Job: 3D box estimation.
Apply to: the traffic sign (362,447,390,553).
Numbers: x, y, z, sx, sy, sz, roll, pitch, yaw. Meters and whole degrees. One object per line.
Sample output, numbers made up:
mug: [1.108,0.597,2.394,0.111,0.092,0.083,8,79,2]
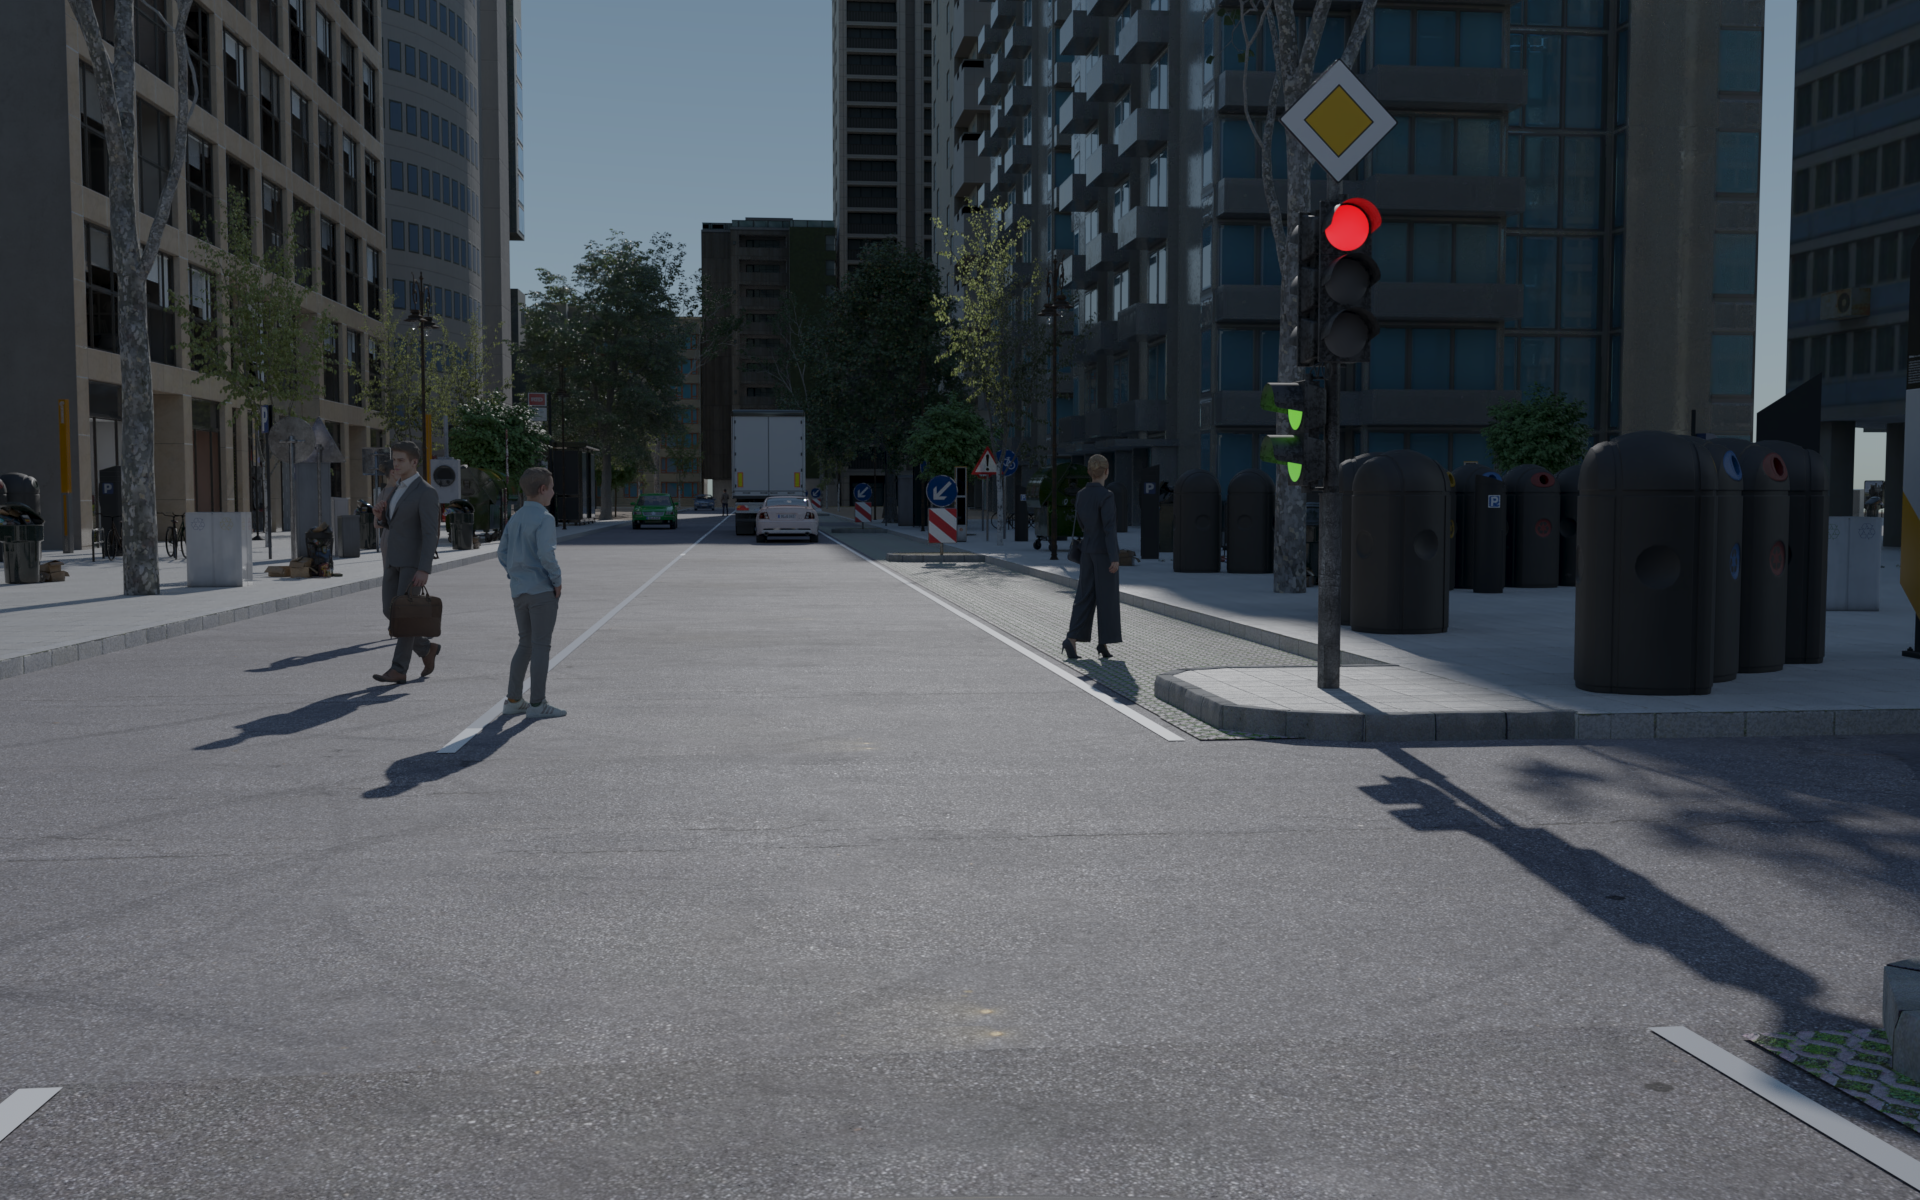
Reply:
traffic sign: [-12.766,-2.189,37.917,0.606,2.300,0.079,0,4,-4]

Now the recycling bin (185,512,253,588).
recycling bin: [-10.317,-0.708,24.135,0.722,1.027,0.722,-1,4,-10]

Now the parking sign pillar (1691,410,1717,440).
parking sign pillar: [23.967,-4.115,55.744,1.447,3.967,1.447,-3,5,-44]

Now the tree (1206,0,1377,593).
tree: [5.777,-10.156,21.943,12.611,20.169,13.585,0,3,0]

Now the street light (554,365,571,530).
street light: [-14.285,-5.479,62.372,0.468,5.910,1.993,0,4,-7]

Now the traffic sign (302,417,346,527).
traffic sign: [-10.756,-1.779,29.091,0.884,2.594,0.081,0,4,-1]

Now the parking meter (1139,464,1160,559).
parking meter: [3.734,-1.742,34.190,0.399,1.863,0.255,1,4,9]

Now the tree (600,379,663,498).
tree: [-20.328,-9.673,108.515,4.360,8.622,3.978,0,3,0]

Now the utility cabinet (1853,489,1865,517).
utility cabinet: [39.108,-4.126,76.136,0.318,1.500,1.173,-2,4,-25]

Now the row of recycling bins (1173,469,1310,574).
row of recycling bins: [5.205,-1.282,28.072,3.534,1.692,1.069,1,4,16]

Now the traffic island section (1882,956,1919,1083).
traffic island section: [3.401,1.146,3.547,2.009,0.180,2.903,0,4,-7]

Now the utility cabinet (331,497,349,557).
utility cabinet: [-12.854,-1.515,35.938,0.306,1.237,1.020,-2,4,-23]

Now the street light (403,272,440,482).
street light: [-11.191,-3.875,36.148,0.468,5.910,1.993,0,4,-7]

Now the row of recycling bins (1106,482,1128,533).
row of recycling bins: [4.288,-3.164,58.838,1.069,1.692,3.534,-3,5,-42]

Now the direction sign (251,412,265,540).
direction sign: [-19.492,-3.424,47.975,0.379,3.537,0.876,-1,4,-11]

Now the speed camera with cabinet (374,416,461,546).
speed camera with cabinet: [-13.600,-3.001,43.404,2.038,3.252,0.660,-1,4,-10]

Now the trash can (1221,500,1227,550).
trash can: [6.218,-1.703,39.492,0.748,1.137,0.748,0,3,0]

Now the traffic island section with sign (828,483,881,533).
traffic island section with sign: [-3.730,-3.375,63.813,1.989,1.847,2.006,0,4,-7]

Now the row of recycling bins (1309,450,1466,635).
row of recycling bins: [4.225,-0.633,17.468,1.069,1.692,3.534,0,4,7]

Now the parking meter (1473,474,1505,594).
parking meter: [6.862,-0.859,22.462,0.372,1.533,0.369,0,3,0]

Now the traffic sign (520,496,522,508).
traffic sign: [-15.351,-3.703,60.545,0.884,2.594,0.081,0,4,0]

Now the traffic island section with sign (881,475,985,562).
traffic island section with sign: [-0.568,-1.738,37.043,1.989,1.847,2.006,0,4,-7]

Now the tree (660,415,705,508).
tree: [-25.792,-12.850,160.462,4.737,8.622,4.395,0,3,0]

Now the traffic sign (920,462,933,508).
traffic sign: [-0.929,-3.482,57.040,0.768,2.556,0.104,0,4,-4]

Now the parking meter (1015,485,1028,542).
parking meter: [1.664,-2.352,46.862,0.372,1.533,0.369,0,3,0]

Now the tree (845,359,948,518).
tree: [-3.735,-9.661,92.372,7.601,10.594,8.767,1,4,21]

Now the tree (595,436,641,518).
tree: [-19.016,-6.821,95.229,4.285,4.588,4.351,0,3,0]

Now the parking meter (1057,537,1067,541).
parking meter: [2.770,-2.397,47.595,0.372,1.533,0.369,0,3,0]

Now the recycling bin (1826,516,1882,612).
recycling bin: [9.737,-0.411,19.272,0.722,1.027,0.722,0,4,6]

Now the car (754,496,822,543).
car: [-5.221,-2.454,52.491,2.083,1.381,4.827,0,4,-5]

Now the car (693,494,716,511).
car: [-22.254,-8.491,150.827,2.014,1.417,4.499,0,4,-8]

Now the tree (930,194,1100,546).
tree: [1.080,-5.648,42.700,4.360,8.622,3.978,0,3,0]

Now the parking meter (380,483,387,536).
parking meter: [-12.817,-1.866,38.923,0.372,1.533,0.369,0,3,0]

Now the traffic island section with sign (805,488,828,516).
traffic island section with sign: [-9.525,-6.376,112.869,1.989,1.847,2.006,0,4,-7]

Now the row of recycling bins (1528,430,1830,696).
row of recycling bins: [5.317,-0.322,12.376,1.069,1.692,3.534,3,5,41]

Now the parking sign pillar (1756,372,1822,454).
parking sign pillar: [18.490,-3.073,38.720,1.447,3.967,1.447,2,4,25]

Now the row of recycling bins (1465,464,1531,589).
row of recycling bins: [7.412,-1.018,23.752,3.534,1.692,1.069,-1,4,-22]

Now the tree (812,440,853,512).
tree: [-11.324,-12.168,149.315,4.737,8.622,4.395,0,3,0]

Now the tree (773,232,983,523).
tree: [-3.098,-9.733,76.138,9.611,12.733,9.660,0,3,0]

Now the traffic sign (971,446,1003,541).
traffic sign: [0.747,-2.882,47.124,0.884,2.594,0.081,0,4,-2]

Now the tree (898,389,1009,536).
tree: [-0.284,-4.288,53.818,4.285,4.588,4.351,0,3,0]

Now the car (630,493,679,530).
car: [-12.589,-3.835,71.498,1.959,1.807,4.718,-1,4,-8]

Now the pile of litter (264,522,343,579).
pile of litter: [-10.198,-0.792,26.914,1.176,0.858,1.719,-1,4,-14]

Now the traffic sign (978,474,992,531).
traffic sign: [0.792,-3.660,59.942,0.768,2.556,0.104,0,4,-3]

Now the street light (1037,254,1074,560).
street light: [1.835,-3.718,33.581,0.468,5.910,1.993,0,4,-7]

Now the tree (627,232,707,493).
tree: [-20.540,-16.349,123.195,12.611,20.169,13.585,0,3,0]

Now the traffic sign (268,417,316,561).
traffic sign: [-11.007,-1.740,28.550,0.768,2.556,0.104,0,4,-4]

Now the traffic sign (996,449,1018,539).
traffic sign: [1.272,-3.014,49.392,0.768,2.556,0.104,0,4,-5]

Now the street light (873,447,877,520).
street light: [-4.192,-6.883,85.323,0.468,5.910,1.993,0,4,-7]

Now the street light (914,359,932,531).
street light: [-1.275,-5.295,59.355,0.468,5.910,1.993,0,4,-7]

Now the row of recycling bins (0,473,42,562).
row of recycling bins: [-18.479,-1.531,32.141,1.069,1.692,3.534,0,4,7]

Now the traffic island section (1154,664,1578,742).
traffic island section: [2.463,0.661,11.477,2.009,0.180,2.903,0,4,-7]

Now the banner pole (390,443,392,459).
banner pole: [-27.015,-5.637,82.188,0.401,3.779,0.863,-1,4,-23]

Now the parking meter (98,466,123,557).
parking meter: [-17.413,-1.824,35.531,0.399,1.863,0.255,0,4,3]

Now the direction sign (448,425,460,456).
direction sign: [-16.600,-3.974,56.966,0.379,3.537,0.876,0,4,7]
